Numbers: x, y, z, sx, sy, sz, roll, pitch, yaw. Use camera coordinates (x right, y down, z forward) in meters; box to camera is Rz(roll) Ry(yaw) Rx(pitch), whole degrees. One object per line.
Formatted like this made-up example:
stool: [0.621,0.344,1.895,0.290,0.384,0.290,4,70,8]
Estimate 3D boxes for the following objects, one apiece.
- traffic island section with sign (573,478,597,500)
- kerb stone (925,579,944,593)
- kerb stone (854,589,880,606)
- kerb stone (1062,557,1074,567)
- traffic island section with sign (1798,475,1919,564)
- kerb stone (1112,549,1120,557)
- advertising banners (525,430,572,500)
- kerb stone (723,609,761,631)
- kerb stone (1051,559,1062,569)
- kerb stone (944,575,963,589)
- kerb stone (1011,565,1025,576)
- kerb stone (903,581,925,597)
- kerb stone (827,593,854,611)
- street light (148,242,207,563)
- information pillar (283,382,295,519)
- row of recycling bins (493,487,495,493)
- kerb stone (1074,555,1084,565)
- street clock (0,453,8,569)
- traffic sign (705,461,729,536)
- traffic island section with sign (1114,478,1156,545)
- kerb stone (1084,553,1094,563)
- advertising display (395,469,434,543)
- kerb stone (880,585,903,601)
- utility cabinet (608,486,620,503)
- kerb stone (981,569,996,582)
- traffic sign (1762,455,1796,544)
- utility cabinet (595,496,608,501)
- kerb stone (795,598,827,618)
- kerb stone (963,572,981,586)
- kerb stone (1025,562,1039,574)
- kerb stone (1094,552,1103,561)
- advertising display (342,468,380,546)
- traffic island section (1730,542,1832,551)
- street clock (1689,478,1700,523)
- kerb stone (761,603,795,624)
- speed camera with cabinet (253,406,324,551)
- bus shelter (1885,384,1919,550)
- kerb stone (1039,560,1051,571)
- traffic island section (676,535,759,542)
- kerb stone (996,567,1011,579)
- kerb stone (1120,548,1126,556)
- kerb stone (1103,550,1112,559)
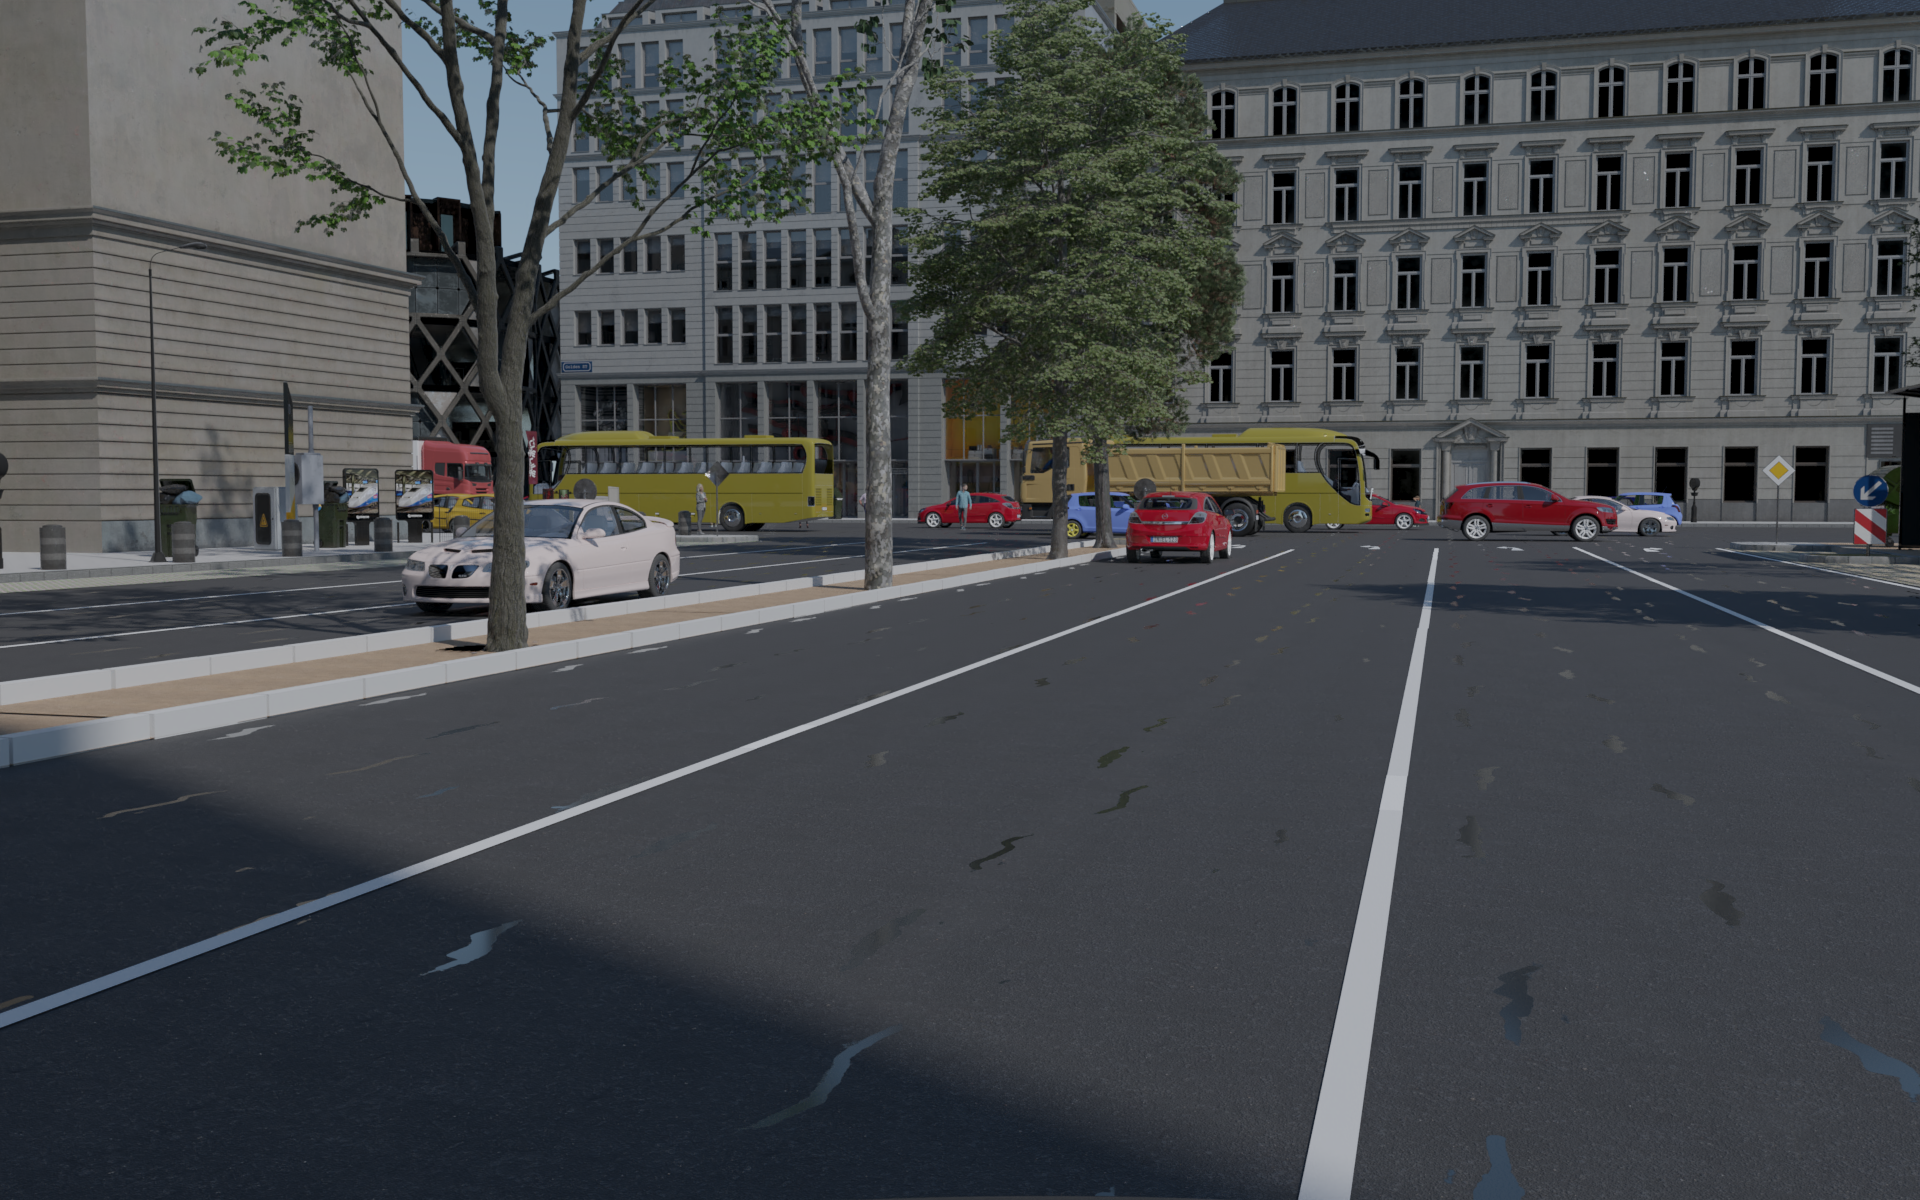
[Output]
traffic island section with sign: [-9.632,-2.121,43.305,1.989,1.847,2.006,1,4,16]
kerb stone: [-0.463,-0.202,25.498,0.120,0.150,1.000,1,4,16]
kerb stone: [-1.291,-0.020,22.520,0.120,0.150,1.000,1,4,16]
kerb stone: [2.045,-0.744,34.420,0.120,0.150,1.000,1,4,16]
traffic island section with sign: [18.701,-1.684,36.164,1.989,1.847,2.006,1,4,16]
kerb stone: [3.442,-1.051,39.390,0.120,0.150,1.000,1,4,16]
advertising banners: [-11.509,-3.197,48.466,0.090,3.025,2.074,1,4,22]
kerb stone: [-2.403,0.223,18.552,0.120,0.150,1.000,1,4,16]
kerb stone: [1.758,-0.680,33.425,0.120,0.150,1.000,1,4,16]
kerb stone: [-0.179,-0.255,26.485,0.120,0.150,1.000,1,4,16]
kerb stone: [0.931,-0.502,30.453,0.120,0.150,1.000,1,4,16]
kerb stone: [-0.740,-0.139,24.504,0.120,0.150,1.000,1,4,16]
kerb stone: [-1.566,0.041,21.528,0.120,0.150,1.000,1,4,16]
street light: [-14.563,-3.652,32.254,1.470,5.913,1.316,1,4,16]
information pillar: [-14.107,-2.758,36.441,0.183,3.616,0.504,-1,4,-9]
row of recycling bins: [-26.725,-5.711,100.493,1.069,1.692,3.534,1,4,21]
kerb stone: [2.322,-0.802,35.410,0.120,0.150,1.000,1,4,16]
street clock: [-16.514,-1.530,29.579,0.471,2.002,0.358,0,4,8]
traffic sign: [-7.364,-2.989,52.509,0.795,2.450,0.064,1,4,16]
traffic island section with sign: [5.154,-2.519,49.317,2.006,1.907,1.989,1,4,16]
kerb stone: [2.601,-0.869,36.404,0.120,0.150,1.000,1,4,16]
advertising display: [-14.327,-2.464,45.508,0.974,1.923,0.123,-1,4,-13]
kerb stone: [-1.018,-0.080,23.510,0.120,0.150,1.000,1,4,16]
utility cabinet: [-9.952,-2.519,49.858,0.318,1.500,1.173,-1,4,-11]
kerb stone: [0.373,-0.380,28.468,0.120,0.150,1.000,1,4,16]
traffic sign: [21.033,-2.502,44.552,0.795,2.450,0.064,1,4,16]
utility cabinet: [-10.803,-2.471,51.556,0.306,1.237,1.020,2,4,25]
kerb stone: [-1.840,0.102,20.536,0.120,0.150,1.000,1,4,16]
kerb stone: [0.098,-0.321,27.478,0.120,0.150,1.000,1,4,16]
kerb stone: [1.211,-0.565,31.441,0.120,0.150,1.000,1,4,16]
kerb stone: [2.885,-0.931,37.412,0.120,0.150,1.000,1,4,16]
advertising display: [-14.887,-2.315,43.070,0.123,1.923,0.974,3,4,36]
traffic island section: [21.057,-1.366,44.622,2.009,0.180,2.903,1,4,16]
street clock: [33.010,-4.482,77.856,0.358,2.002,0.471,-1,4,-15]
kerb stone: [-2.125,0.162,19.542,0.120,0.150,1.000,1,4,16]
speed camera with cabinet: [-15.238,-2.746,39.226,2.038,3.252,0.660,3,4,38]
bus shelter: [21.206,-2.773,36.617,1.731,3.624,6.357,1,4,16]
kerb stone: [1.490,-0.622,32.432,0.120,0.150,1.000,1,4,16]
traffic island section: [-7.389,-1.853,52.577,2.009,0.180,2.903,1,4,16]
kerb stone: [0.650,-0.444,29.465,0.120,0.150,1.000,1,4,16]
kerb stone: [3.726,-1.113,40.385,0.120,0.150,1.000,1,4,16]
kerb stone: [3.162,-0.990,38.402,0.120,0.150,1.000,1,4,16]
